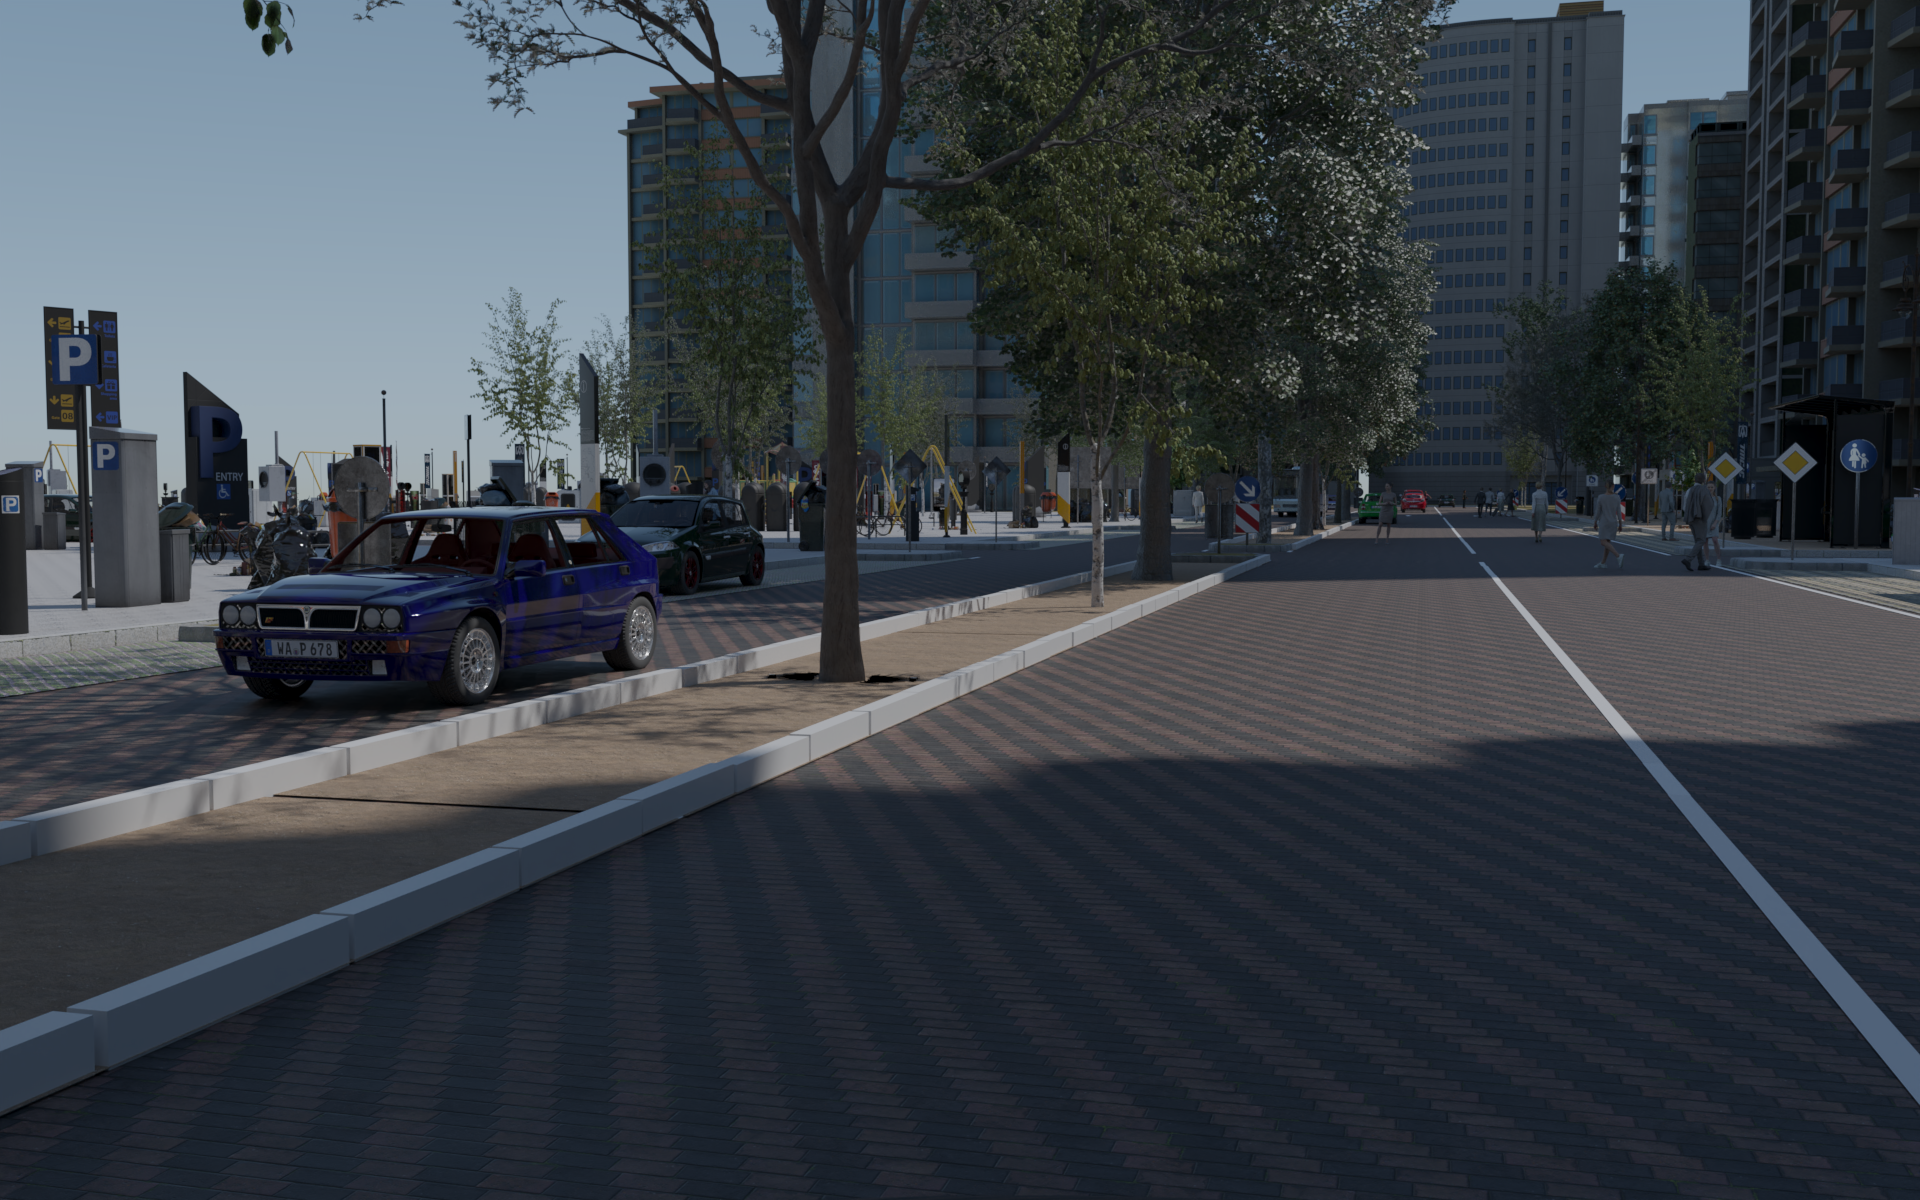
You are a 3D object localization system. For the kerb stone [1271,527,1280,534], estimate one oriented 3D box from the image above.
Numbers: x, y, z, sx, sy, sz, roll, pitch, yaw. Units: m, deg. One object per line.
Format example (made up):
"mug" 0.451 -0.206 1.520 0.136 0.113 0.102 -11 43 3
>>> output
"kerb stone" 11.695 -2.574 64.278 0.120 0.150 1.000 1 4 15

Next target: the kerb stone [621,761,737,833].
"kerb stone" -1.261 0.882 7.770 0.120 0.150 1.000 1 4 15

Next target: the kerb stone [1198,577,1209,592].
"kerb stone" 3.523 -0.208 25.593 0.120 0.150 1.000 1 4 15

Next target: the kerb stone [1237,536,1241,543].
"kerb stone" 7.982 -1.726 50.412 0.120 0.150 1.000 1 4 15

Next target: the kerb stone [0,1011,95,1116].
"kerb stone" -2.322 1.125 3.803 0.120 0.150 1.000 1 4 15

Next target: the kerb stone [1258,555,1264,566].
"kerb stone" 5.909 -0.749 34.498 0.120 0.150 1.000 1 4 15

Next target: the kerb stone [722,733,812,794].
"kerb stone" -0.991 0.830 8.756 0.120 0.150 1.000 1 4 15

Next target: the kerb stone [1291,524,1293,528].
"kerb stone" 13.283 -2.933 70.220 0.120 0.150 1.000 1 4 15

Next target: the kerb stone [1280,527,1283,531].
"kerb stone" 11.958 -2.634 65.266 0.120 0.150 1.000 1 4 15

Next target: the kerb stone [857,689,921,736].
"kerb stone" -0.454 0.701 10.737 0.120 0.150 1.000 1 4 15

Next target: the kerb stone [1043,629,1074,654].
"kerb stone" 0.857 0.398 15.695 0.120 0.150 1.000 1 4 15

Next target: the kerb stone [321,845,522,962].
"kerb stone" -1.780 1.004 5.791 0.120 0.150 1.000 1 4 15

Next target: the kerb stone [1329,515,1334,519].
"kerb stone" 21.756 -4.872 101.892 0.120 0.150 1.000 1 4 15

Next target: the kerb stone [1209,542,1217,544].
"kerb stone" 6.659 -1.423 45.459 0.120 0.150 1.000 1 4 15

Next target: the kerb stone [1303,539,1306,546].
"kerb stone" 9.212 -1.505 46.902 0.120 0.150 1.000 1 4 15

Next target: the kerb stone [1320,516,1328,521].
"kerb stone" 20.171 -4.511 95.951 0.120 0.150 1.000 1 4 15

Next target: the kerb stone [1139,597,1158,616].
"kerb stone" 2.193 0.095 20.637 0.120 0.150 1.000 1 4 15

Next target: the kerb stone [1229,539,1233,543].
"kerb stone" 7.459 -1.603 48.435 0.120 0.150 1.000 1 4 15

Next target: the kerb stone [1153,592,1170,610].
"kerb stone" 2.458 0.037 21.626 0.120 0.150 1.000 1 4 15

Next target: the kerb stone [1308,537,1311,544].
"kerb stone" 9.737 -1.632 48.879 0.120 0.150 1.000 1 4 15

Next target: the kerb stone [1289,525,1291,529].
"kerb stone" 13.023 -2.872 69.226 0.120 0.150 1.000 1 4 15

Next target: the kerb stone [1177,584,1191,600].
"kerb stone" 2.991 -0.086 23.604 0.120 0.150 1.000 1 4 15

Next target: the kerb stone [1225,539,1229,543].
"kerb stone" 7.193 -1.540 47.445 0.120 0.150 1.000 1 4 15

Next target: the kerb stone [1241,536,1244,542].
"kerb stone" 8.249 -1.787 51.406 0.120 0.150 1.000 1 4 15

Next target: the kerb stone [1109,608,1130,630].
"kerb stone" 1.666 0.219 18.658 0.120 0.150 1.000 1 4 15

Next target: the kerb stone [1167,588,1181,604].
"kerb stone" 2.720 -0.021 22.614 0.120 0.150 1.000 1 4 15

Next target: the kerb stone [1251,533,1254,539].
"kerb stone" 9.037 -1.966 54.371 0.120 0.150 1.000 1 4 15

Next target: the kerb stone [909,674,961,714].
"kerb stone" -0.198 0.642 11.727 0.120 0.150 1.000 1 4 15

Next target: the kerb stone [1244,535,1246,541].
"kerb stone" 8.514 -1.847 52.393 0.120 0.150 1.000 1 4 15

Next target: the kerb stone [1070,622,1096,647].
"kerb stone" 1.135 0.344 16.682 0.120 0.150 1.000 1 4 15

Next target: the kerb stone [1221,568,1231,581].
"kerb stone" 4.315 -0.381 28.556 0.120 0.150 1.000 1 4 15

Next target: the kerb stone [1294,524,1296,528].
"kerb stone" 13.815 -3.049 72.203 0.120 0.150 1.000 1 4 15

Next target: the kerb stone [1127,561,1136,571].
"kerb stone" 3.074 -0.603 32.069 0.120 0.150 1.000 1 4 15

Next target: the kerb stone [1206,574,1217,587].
"kerb stone" 3.781 -0.265 26.582 0.120 0.150 1.000 1 4 15

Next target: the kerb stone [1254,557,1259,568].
"kerb stone" 5.638 -0.692 33.512 0.120 0.150 1.000 1 4 15

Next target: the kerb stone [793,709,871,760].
"kerb stone" -0.726 0.763 9.752 0.120 0.150 1.000 1 4 15

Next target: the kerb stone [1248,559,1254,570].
"kerb stone" 5.372 -0.632 32.521 0.120 0.150 1.000 1 4 15

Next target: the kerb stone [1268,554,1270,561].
"kerb stone" 6.430 -0.869 36.488 0.120 0.150 1.000 1 4 15

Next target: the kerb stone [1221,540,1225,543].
"kerb stone" 6.927 -1.479 46.448 0.120 0.150 1.000 1 4 15

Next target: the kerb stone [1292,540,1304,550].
"kerb stone" 8.953 -1.451 45.912 0.120 0.150 1.000 1 4 15

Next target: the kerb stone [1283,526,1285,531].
"kerb stone" 12.219 -2.693 66.257 0.120 0.150 1.000 1 4 15

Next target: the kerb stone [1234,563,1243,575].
"kerb stone" 4.835 -0.510 30.538 0.120 0.150 1.000 1 4 15

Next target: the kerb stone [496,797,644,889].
"kerb stone" -1.518 0.943 6.779 0.120 0.150 1.000 1 4 15

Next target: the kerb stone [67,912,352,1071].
"kerb stone" -2.044 1.064 4.796 0.120 0.150 1.000 1 4 15

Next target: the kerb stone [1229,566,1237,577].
"kerb stone" 4.572 -0.448 29.545 0.120 0.150 1.000 1 4 15

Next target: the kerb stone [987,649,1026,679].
"kerb stone" 0.331 0.524 13.708 0.120 0.150 1.000 1 4 15

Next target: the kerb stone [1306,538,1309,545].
"kerb stone" 9.479 -1.572 47.890 0.120 0.150 1.000 1 4 15

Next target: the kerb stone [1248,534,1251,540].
"kerb stone" 8.779 -1.907 53.381 0.120 0.150 1.000 1 4 15

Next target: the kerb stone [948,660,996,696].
"kerb stone" 0.068 0.580 12.714 0.120 0.150 1.000 1 4 15

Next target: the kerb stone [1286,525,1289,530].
"kerb stone" 12.762 -2.816 68.229 0.120 0.150 1.000 1 4 15

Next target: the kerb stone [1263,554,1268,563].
"kerb stone" 6.160 -0.811 35.491 0.120 0.150 1.000 1 4 15

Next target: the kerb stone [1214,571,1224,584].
"kerb stone" 4.050 -0.325 27.568 0.120 0.150 1.000 1 4 15

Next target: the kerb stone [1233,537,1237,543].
"kerb stone" 7.714 -1.665 49.425 0.120 0.150 1.000 1 4 15

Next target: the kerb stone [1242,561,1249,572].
"kerb stone" 5.101 -0.571 31.530 0.120 0.150 1.000 1 4 15

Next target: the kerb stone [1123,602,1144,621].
"kerb stone" 1.918 0.156 19.651 0.120 0.150 1.000 1 4 15

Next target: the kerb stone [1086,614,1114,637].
"kerb stone" 1.397 0.277 17.672 0.120 0.150 1.000 1 4 15

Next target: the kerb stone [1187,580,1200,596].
"kerb stone" 3.248 -0.147 24.602 0.120 0.150 1.000 1 4 15

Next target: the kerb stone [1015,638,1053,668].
"kerb stone" 0.603 0.459 14.693 0.120 0.150 1.000 1 4 15

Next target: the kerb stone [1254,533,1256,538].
"kerb stone" 9.304 -2.026 55.357 0.120 0.150 1.000 1 4 15
